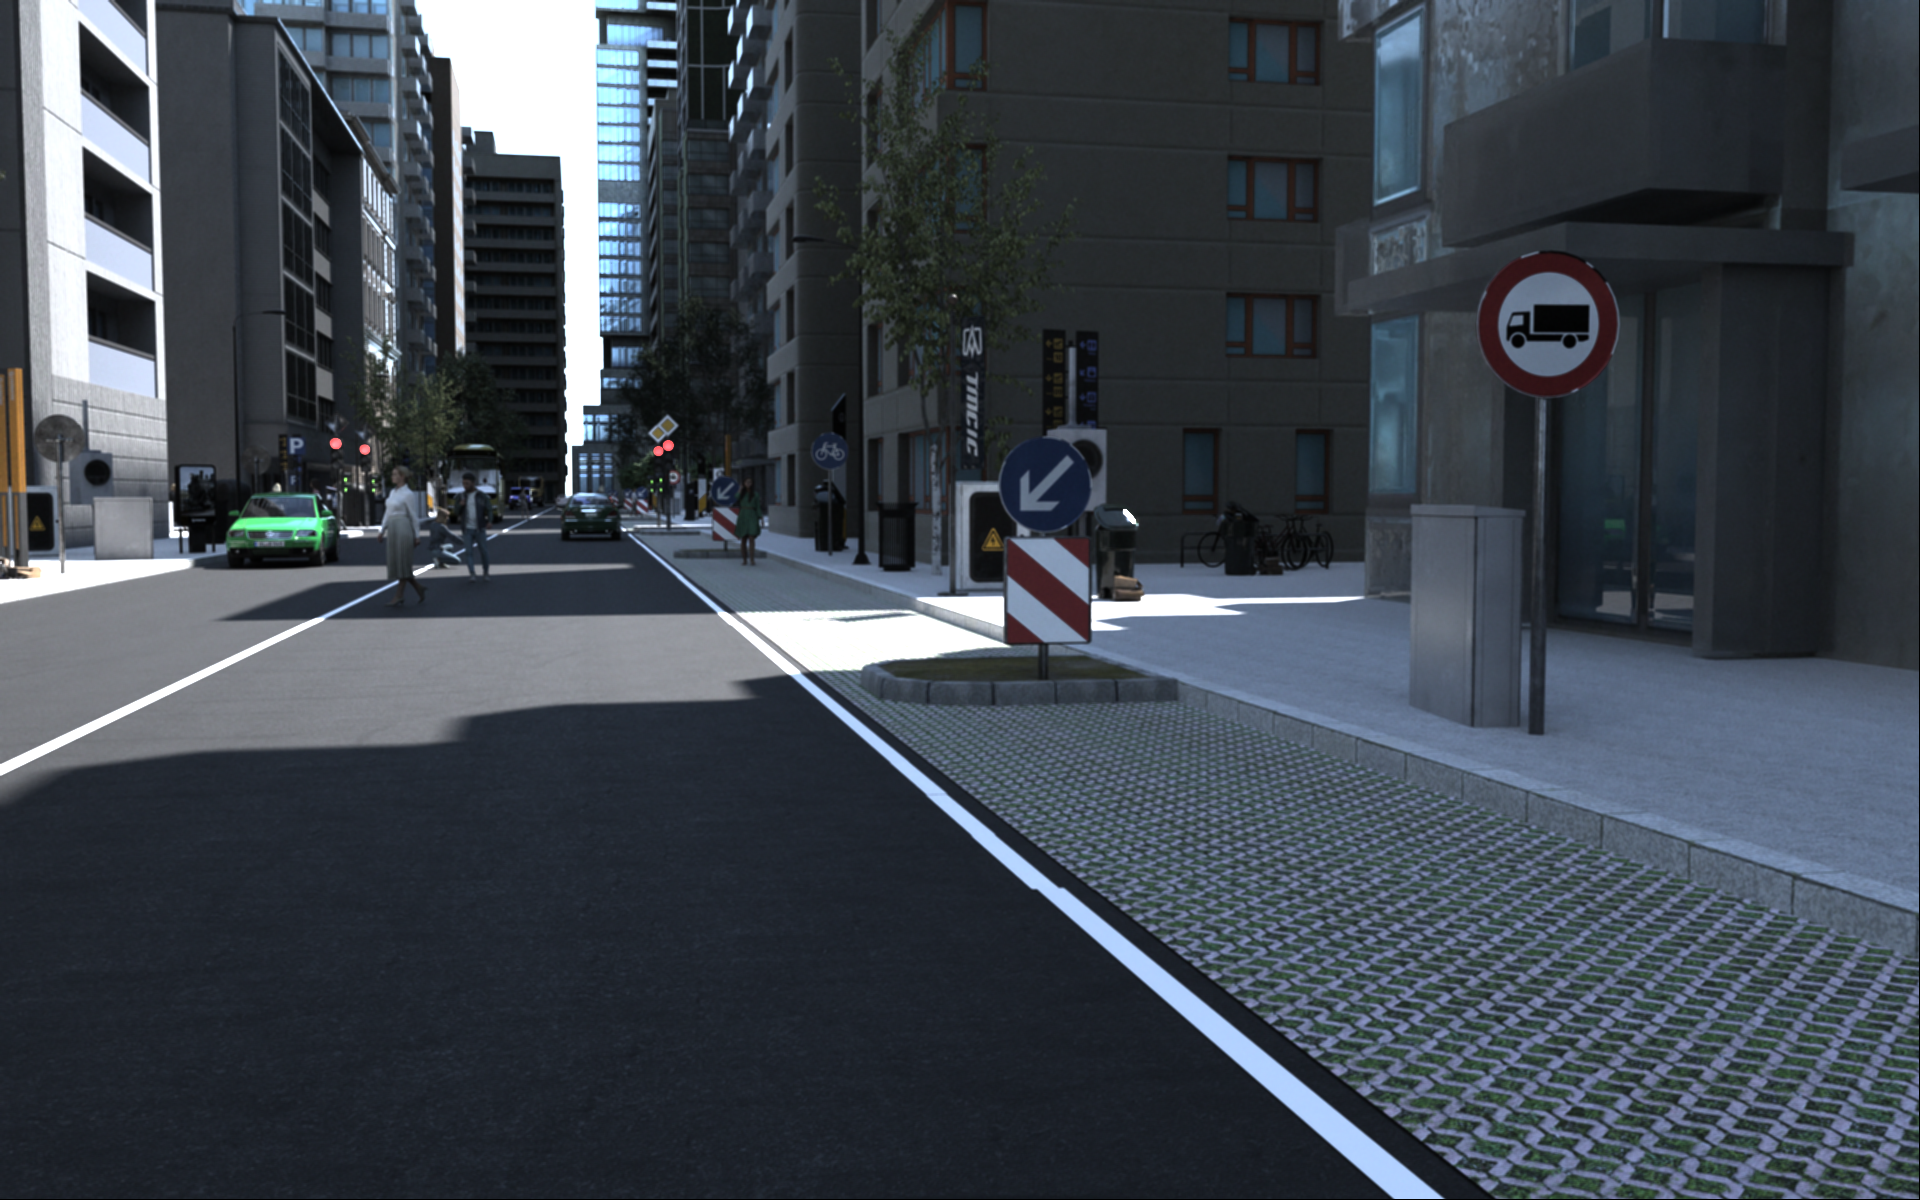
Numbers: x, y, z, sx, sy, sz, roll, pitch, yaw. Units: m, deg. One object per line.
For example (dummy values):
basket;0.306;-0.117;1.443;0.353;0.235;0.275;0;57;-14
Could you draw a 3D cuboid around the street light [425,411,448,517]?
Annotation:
street light;-29.156;-7.573;96.367;1.470;5.913;1.316;-1;4;-12

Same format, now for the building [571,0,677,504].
building;-37.938;-56.579;237.729;31.000;86.520;22.319;-1;4;-12

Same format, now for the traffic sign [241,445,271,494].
traffic sign;-18.410;-2.765;45.314;0.768;2.556;0.104;0;4;-4

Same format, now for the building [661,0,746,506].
building;-18.981;-44.731;169.603;20.563;71.187;20.611;-1;4;-12

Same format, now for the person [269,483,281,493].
person;-23.784;-3.152;60.226;0.537;1.800;0.526;-1;4;-15

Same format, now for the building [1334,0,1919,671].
building;17.036;-23.849;9.536;23.786;49.044;30.456;-1;4;-12

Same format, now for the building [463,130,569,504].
building;-64.199;-37.304;233.619;21.600;48.544;21.300;-1;4;-12

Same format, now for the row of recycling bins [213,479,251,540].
row of recycling bins;-20.552;-2.533;48.522;1.069;1.692;3.534;-2;4;-29

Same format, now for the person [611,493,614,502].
person;-27.148;-7.594;135.257;0.503;1.515;0.523;2;4;32

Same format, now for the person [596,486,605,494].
person;-15.659;-4.091;75.573;0.537;1.800;0.526;1;4;13

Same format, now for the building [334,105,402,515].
building;-42.451;-19.012;108.110;12.463;27.353;25.104;-1;4;-12

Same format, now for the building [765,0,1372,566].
building;10.040;-12.373;47.344;27.650;21.520;28.899;-1;4;-12

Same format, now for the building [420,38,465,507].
building;-57.355;-32.021;173.656;14.600;45.320;14.200;-1;4;-12

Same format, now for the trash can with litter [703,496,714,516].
trash can with litter;-14.358;-5.435;99.920;1.678;1.210;2.233;-2;4;-29

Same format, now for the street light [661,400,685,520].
street light;-13.868;-6.831;84.230;1.470;5.913;1.316;-1;4;-12

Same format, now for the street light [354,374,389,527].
street light;-22.735;-5.772;66.921;1.470;5.913;1.316;-1;4;-12

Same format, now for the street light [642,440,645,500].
street light;-20.252;-8.621;113.501;1.470;5.913;1.316;-1;4;-12

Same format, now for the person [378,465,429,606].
person;-7.158;-0.832;22.334;0.641;1.798;0.478;-3;5;-43

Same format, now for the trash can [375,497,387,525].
trash can;-24.460;-3.740;72.799;0.748;1.137;0.748;0;3;0

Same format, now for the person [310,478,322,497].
person;-16.204;-2.136;43.428;0.388;1.821;0.555;-2;4;-33

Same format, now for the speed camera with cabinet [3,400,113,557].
speed camera with cabinet;-18.688;-2.541;35.873;0.660;3.252;2.038;3;4;38

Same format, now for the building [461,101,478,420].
building;-70.343;-35.174;194.709;30.456;49.044;23.786;-1;4;-12

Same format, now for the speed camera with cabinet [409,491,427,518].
speed camera with cabinet;-30.270;-6.140;94.723;2.038;3.252;0.660;-1;4;-9

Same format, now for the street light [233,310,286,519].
street light;-17.658;-4.350;43.662;1.470;5.913;1.316;-1;4;-12

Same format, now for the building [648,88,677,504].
building;-25.630;-35.595;205.680;21.300;48.544;21.600;-1;4;-12

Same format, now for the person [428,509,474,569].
person;-10.000;-1.199;33.598;0.738;1.151;1.012;-3;5;-41

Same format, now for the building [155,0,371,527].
building;-36.990;-16.033;81.203;14.314;24.678;30.058;-1;4;-12

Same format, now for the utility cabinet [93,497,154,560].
utility cabinet;-16.345;-1.388;33.858;1.020;1.237;0.306;-1;4;-21

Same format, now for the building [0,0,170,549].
building;-35.803;-30.547;41.445;28.212;58.520;21.231;-1;4;-12

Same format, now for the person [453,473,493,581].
person;-8.004;-1.202;28.494;0.623;1.781;0.721;-1;4;-19

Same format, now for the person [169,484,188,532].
person;-28.242;-3.333;63.217;1.509;1.804;0.699;0;4;-7

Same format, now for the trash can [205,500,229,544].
trash can;-19.211;-2.018;44.645;0.748;1.137;0.748;0;3;0

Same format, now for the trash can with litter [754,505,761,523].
trash can with litter;-8.819;-3.735;72.460;1.055;1.170;0.624;3;5;39

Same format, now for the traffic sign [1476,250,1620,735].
traffic sign;3.080;-0.555;9.177;0.768;2.556;0.104;0;4;-4

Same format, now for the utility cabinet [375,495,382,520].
utility cabinet;-28.464;-4.557;85.675;1.020;1.237;0.306;-2;4;-34

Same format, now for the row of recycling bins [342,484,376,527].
row of recycling bins;-24.006;-3.805;69.318;1.069;1.692;3.534;-1;4;-11

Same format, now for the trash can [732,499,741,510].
trash can;-10.064;-4.107;78.797;0.748;1.137;0.748;0;3;0

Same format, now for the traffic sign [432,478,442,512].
traffic sign;-32.456;-6.444;107.485;0.606;2.300;0.079;0;4;-4

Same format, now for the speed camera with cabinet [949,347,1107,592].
speed camera with cabinet;0.905;-1.758;23.085;2.038;3.252;0.660;-1;4;-15

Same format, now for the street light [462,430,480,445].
street light;-35.454;-9.349;125.399;1.470;5.913;1.316;-1;4;-12

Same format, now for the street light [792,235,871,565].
street light;-2.329;-3.597;31.356;1.470;5.913;1.316;-1;4;-12

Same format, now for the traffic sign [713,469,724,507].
traffic sign;-9.457;-4.061;68.527;0.606;2.300;0.079;0;4;-8

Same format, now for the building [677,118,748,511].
building;-14.923;-22.389;137.766;14.160;30.474;14.107;-1;4;-12

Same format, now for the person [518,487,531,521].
person;-23.022;-5.061;91.582;0.599;1.781;0.374;1;4;21

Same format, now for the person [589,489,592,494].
person;-29.682;-8.016;139.576;0.388;1.821;0.555;0;4;-4

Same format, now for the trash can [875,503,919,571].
trash can;-1.052;-1.055;28.906;0.748;1.137;0.748;0;3;0

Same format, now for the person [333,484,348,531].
person;-23.150;-3.404;64.252;0.767;1.812;0.694;0;4;3

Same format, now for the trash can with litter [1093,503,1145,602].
trash can with litter;2.003;-0.592;21.070;0.624;1.170;1.055;-1;4;-12

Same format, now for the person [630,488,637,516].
person;-20.858;-6.240;110.747;0.641;1.798;0.478;3;4;36

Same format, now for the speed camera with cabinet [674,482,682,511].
speed camera with cabinet;-21.389;-8.381;131.363;0.660;3.252;2.038;0;4;-7

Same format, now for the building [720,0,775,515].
building;-2.695;-29.928;108.924;23.786;49.044;30.456;-1;4;-12

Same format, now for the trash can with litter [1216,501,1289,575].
trash can with litter;4.651;-0.986;27.515;1.055;1.170;0.624;-1;4;-12

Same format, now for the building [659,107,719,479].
building;-25.332;-30.835;187.741;14.154;41.232;14.086;-1;4;-12

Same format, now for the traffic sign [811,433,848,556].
traffic sign;-2.701;-2.197;36.029;0.768;2.556;0.104;0;4;-5

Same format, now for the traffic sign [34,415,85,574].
traffic sign;-14.420;-1.691;27.762;0.768;2.556;0.104;0;4;-8

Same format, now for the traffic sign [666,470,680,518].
traffic sign;-15.116;-5.581;91.359;0.768;2.556;0.104;0;4;-3

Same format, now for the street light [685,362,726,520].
street light;-8.851;-5.427;61.266;1.470;5.913;1.316;-1;4;-12

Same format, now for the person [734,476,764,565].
person;-4.231;-1.585;34.666;0.600;1.795;0.529;-1;4;-15

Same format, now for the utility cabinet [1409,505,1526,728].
utility cabinet;2.913;0.072;9.992;0.306;1.237;1.020;0;4;-5

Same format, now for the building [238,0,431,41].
building;-57.875;-32.478;150.620;23.786;49.044;30.456;-1;4;-12
